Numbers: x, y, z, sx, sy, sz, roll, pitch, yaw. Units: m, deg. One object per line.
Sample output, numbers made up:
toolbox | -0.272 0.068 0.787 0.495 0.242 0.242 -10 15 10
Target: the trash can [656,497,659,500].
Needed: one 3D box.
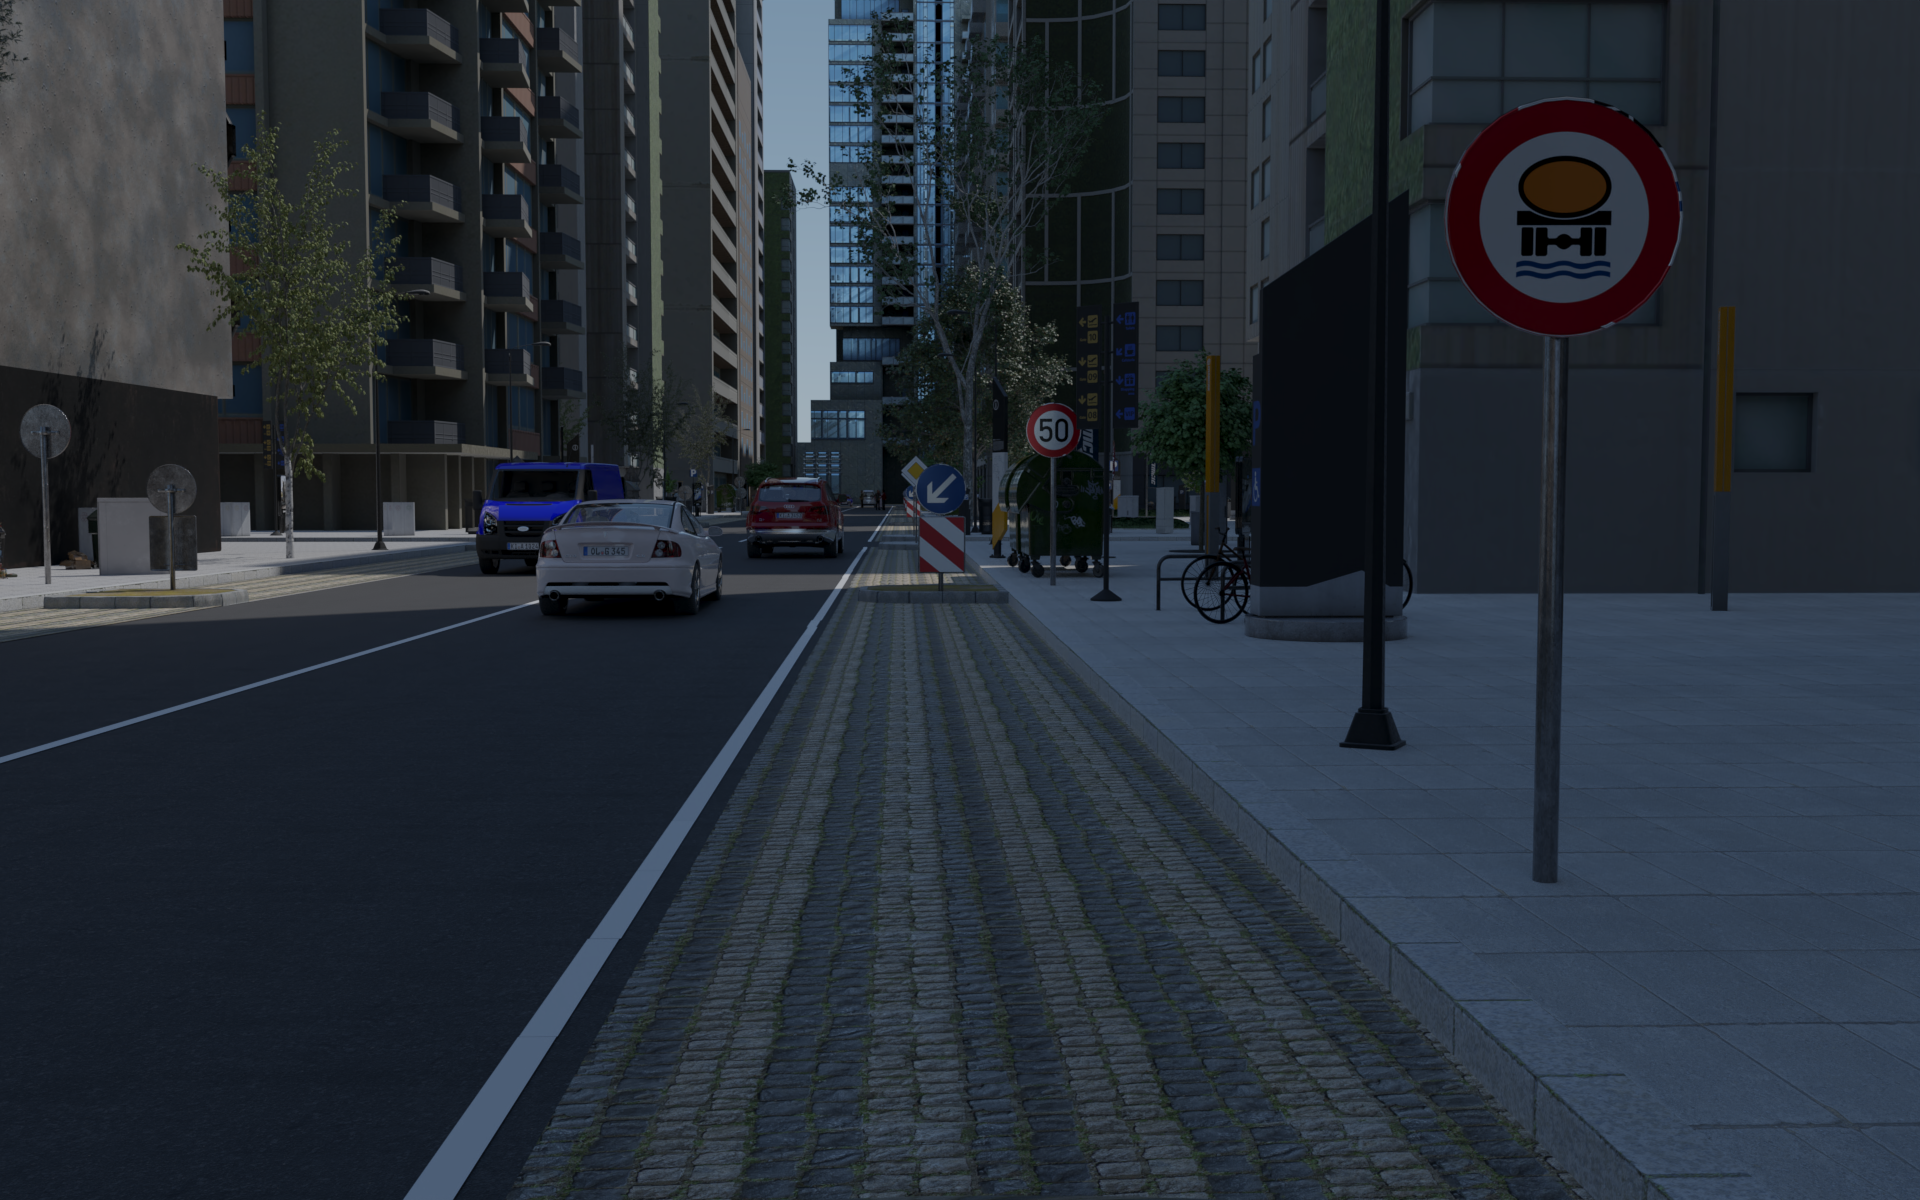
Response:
trash can | -17.478 -5.486 101.349 0.748 1.137 0.748 0 3 0

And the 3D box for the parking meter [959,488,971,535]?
parking meter | 0.144 -2.788 53.998 0.372 1.533 0.369 0 3 0

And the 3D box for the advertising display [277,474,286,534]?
advertising display | -22.175 -3.149 56.701 0.123 1.923 0.974 -1 4 -10

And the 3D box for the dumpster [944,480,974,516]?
dumpster | -0.158 -4.617 77.976 1.502 2.255 1.985 0 4 -2

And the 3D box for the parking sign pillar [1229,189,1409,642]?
parking sign pillar | 3.306 -1.657 15.564 1.447 3.967 1.447 0 4 -2

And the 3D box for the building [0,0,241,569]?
building | -24.705 -10.111 32.771 16.811 18.784 16.820 0 4 -2

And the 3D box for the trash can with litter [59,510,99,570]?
trash can with litter | -14.802 -1.118 29.668 0.624 1.170 1.055 2 4 32

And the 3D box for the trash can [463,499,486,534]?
trash can | -15.468 -2.665 55.231 0.748 1.137 0.748 0 3 0

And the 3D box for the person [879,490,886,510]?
person | -6.725 -8.740 151.357 0.705 1.831 1.348 2 4 24

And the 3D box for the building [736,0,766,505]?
building | -35.785 -39.578 189.094 28.212 58.520 21.231 0 4 -2

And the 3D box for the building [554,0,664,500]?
building | -25.640 -25.626 102.583 14.154 41.232 14.086 0 4 -2

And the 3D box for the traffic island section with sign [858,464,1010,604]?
traffic island section with sign | -0.379 -0.907 23.454 1.989 1.847 2.006 0 4 -2

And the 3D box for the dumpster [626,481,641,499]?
dumpster | -14.565 -4.229 74.906 1.264 1.857 1.865 0 4 -2

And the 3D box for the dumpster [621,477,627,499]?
dumpster | -11.723 -3.089 55.457 1.985 2.255 1.502 0 4 -1

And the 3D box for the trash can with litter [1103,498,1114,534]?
trash can with litter | 4.334 -2.670 55.036 1.055 1.170 0.624 -1 4 -12

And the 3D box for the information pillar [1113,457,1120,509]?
information pillar | 9.341 -6.866 103.607 0.504 3.616 0.183 -1 4 -11

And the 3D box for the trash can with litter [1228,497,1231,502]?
trash can with litter | 14.914 -5.088 94.572 1.055 1.170 0.624 0 4 0

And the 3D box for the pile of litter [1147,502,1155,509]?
pile of litter | 11.073 -5.287 100.400 1.719 0.858 1.176 1 4 18

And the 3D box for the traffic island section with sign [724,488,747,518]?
traffic island section with sign | -13.229 -5.893 104.982 1.989 1.847 2.006 0 4 -2

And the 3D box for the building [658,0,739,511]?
building | -29.366 -31.432 137.613 21.300 48.544 21.600 0 4 -2

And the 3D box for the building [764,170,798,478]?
building | -28.031 -32.855 220.780 14.086 41.232 14.154 0 4 -2

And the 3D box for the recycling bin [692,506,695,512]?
recycling bin | -18.422 -6.693 121.984 0.722 1.027 0.722 -1 4 -22

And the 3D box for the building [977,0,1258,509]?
building | 11.739 -41.245 112.611 20.563 71.187 20.611 0 4 -2

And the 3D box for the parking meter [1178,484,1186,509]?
parking meter | 12.665 -5.697 98.862 0.399 1.863 0.255 1 4 19

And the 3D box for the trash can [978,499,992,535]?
trash can | 0.901 -2.647 54.932 0.748 1.137 0.748 0 3 0

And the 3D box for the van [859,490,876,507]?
van | -9.818 -10.967 186.319 2.013 2.044 4.112 0 4 -2

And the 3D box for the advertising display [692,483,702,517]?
advertising display | -14.846 -5.660 97.756 0.123 1.923 0.974 1 4 17

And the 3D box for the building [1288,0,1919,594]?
building | 12.646 -21.068 28.051 14.154 41.232 14.086 0 4 -2

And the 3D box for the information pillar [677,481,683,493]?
information pillar | -16.196 -5.864 100.370 0.304 2.012 0.304 0 4 1

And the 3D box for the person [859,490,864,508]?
person | -10.209 -10.476 179.877 0.705 1.812 1.348 1 4 10

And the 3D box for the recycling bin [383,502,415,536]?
recycling bin | -17.311 -2.501 53.443 0.722 1.027 0.722 -3 5 -43

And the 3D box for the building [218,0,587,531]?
building | -28.280 -25.545 72.282 22.147 44.769 28.867 0 4 -2

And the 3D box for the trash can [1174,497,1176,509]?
trash can | 12.408 -5.528 102.034 0.748 1.137 0.748 0 3 0

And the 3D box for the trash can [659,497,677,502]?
trash can | -15.166 -4.838 90.752 0.748 1.137 0.748 0 3 0

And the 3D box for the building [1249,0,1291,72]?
building | 27.207 -29.387 69.721 27.495 52.752 28.713 0 4 -2

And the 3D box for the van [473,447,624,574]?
van | -7.699 -1.744 32.892 2.240 2.365 5.245 0 4 -1

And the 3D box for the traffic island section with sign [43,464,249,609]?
traffic island section with sign | -10.412 -0.845 22.438 1.989 1.847 2.006 0 4 -2

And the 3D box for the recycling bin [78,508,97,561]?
recycling bin | -15.766 -1.192 32.051 0.722 1.027 0.722 1 4 16

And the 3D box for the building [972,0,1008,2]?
building | 11.846 -32.774 155.463 23.786 49.044 30.456 0 4 -2

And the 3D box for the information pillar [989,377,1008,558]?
information pillar | 0.792 -2.641 34.541 0.183 3.616 0.504 -2 4 -29

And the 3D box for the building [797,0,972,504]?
building | -5.045 -55.733 223.913 31.000 86.520 22.319 0 4 -2

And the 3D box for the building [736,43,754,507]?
building | -28.029 -31.849 170.845 14.600 45.320 14.200 0 4 -2

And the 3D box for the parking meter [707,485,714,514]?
parking meter | -15.921 -6.414 110.581 0.255 1.863 0.399 3 5 39

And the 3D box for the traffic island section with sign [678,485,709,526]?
traffic island section with sign | -12.299 -4.219 77.609 1.989 1.847 2.006 0 4 -2

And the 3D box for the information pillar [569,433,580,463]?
information pillar | -14.859 -4.605 66.646 0.504 3.616 0.183 0 4 -6

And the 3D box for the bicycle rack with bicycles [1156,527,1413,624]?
bicycle rack with bicycles | 3.448 -0.304 18.354 2.925 0.926 2.852 -1 4 -14

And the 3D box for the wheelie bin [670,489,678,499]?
wheelie bin | -19.124 -6.662 116.834 0.980 1.594 0.693 3 5 42

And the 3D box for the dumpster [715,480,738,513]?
dumpster | -16.176 -7.181 119.904 1.502 2.255 1.985 0 4 -2

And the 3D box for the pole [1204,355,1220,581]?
pole | 3.731 -1.942 25.593 0.158 3.312 0.155 0 3 0

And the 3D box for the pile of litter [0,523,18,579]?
pile of litter | -15.145 -0.771 26.576 1.176 0.858 1.719 -2 4 -29

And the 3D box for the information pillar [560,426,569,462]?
information pillar | -13.814 -4.208 60.150 0.183 3.616 0.504 -1 4 -17

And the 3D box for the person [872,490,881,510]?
person | -7.298 -8.915 154.390 1.348 1.807 0.705 -2 4 -29

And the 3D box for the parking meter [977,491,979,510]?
parking meter | 0.931 -5.692 101.475 0.372 1.533 0.369 0 3 0

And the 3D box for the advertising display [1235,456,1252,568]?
advertising display | 4.937 -1.521 30.088 0.123 1.923 0.974 1 4 21

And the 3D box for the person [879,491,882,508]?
person | -8.100 -10.102 174.340 0.551 1.740 0.621 -1 4 -21

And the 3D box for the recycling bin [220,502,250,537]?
recycling bin | -22.089 -2.449 52.600 0.722 1.027 0.722 2 4 24
